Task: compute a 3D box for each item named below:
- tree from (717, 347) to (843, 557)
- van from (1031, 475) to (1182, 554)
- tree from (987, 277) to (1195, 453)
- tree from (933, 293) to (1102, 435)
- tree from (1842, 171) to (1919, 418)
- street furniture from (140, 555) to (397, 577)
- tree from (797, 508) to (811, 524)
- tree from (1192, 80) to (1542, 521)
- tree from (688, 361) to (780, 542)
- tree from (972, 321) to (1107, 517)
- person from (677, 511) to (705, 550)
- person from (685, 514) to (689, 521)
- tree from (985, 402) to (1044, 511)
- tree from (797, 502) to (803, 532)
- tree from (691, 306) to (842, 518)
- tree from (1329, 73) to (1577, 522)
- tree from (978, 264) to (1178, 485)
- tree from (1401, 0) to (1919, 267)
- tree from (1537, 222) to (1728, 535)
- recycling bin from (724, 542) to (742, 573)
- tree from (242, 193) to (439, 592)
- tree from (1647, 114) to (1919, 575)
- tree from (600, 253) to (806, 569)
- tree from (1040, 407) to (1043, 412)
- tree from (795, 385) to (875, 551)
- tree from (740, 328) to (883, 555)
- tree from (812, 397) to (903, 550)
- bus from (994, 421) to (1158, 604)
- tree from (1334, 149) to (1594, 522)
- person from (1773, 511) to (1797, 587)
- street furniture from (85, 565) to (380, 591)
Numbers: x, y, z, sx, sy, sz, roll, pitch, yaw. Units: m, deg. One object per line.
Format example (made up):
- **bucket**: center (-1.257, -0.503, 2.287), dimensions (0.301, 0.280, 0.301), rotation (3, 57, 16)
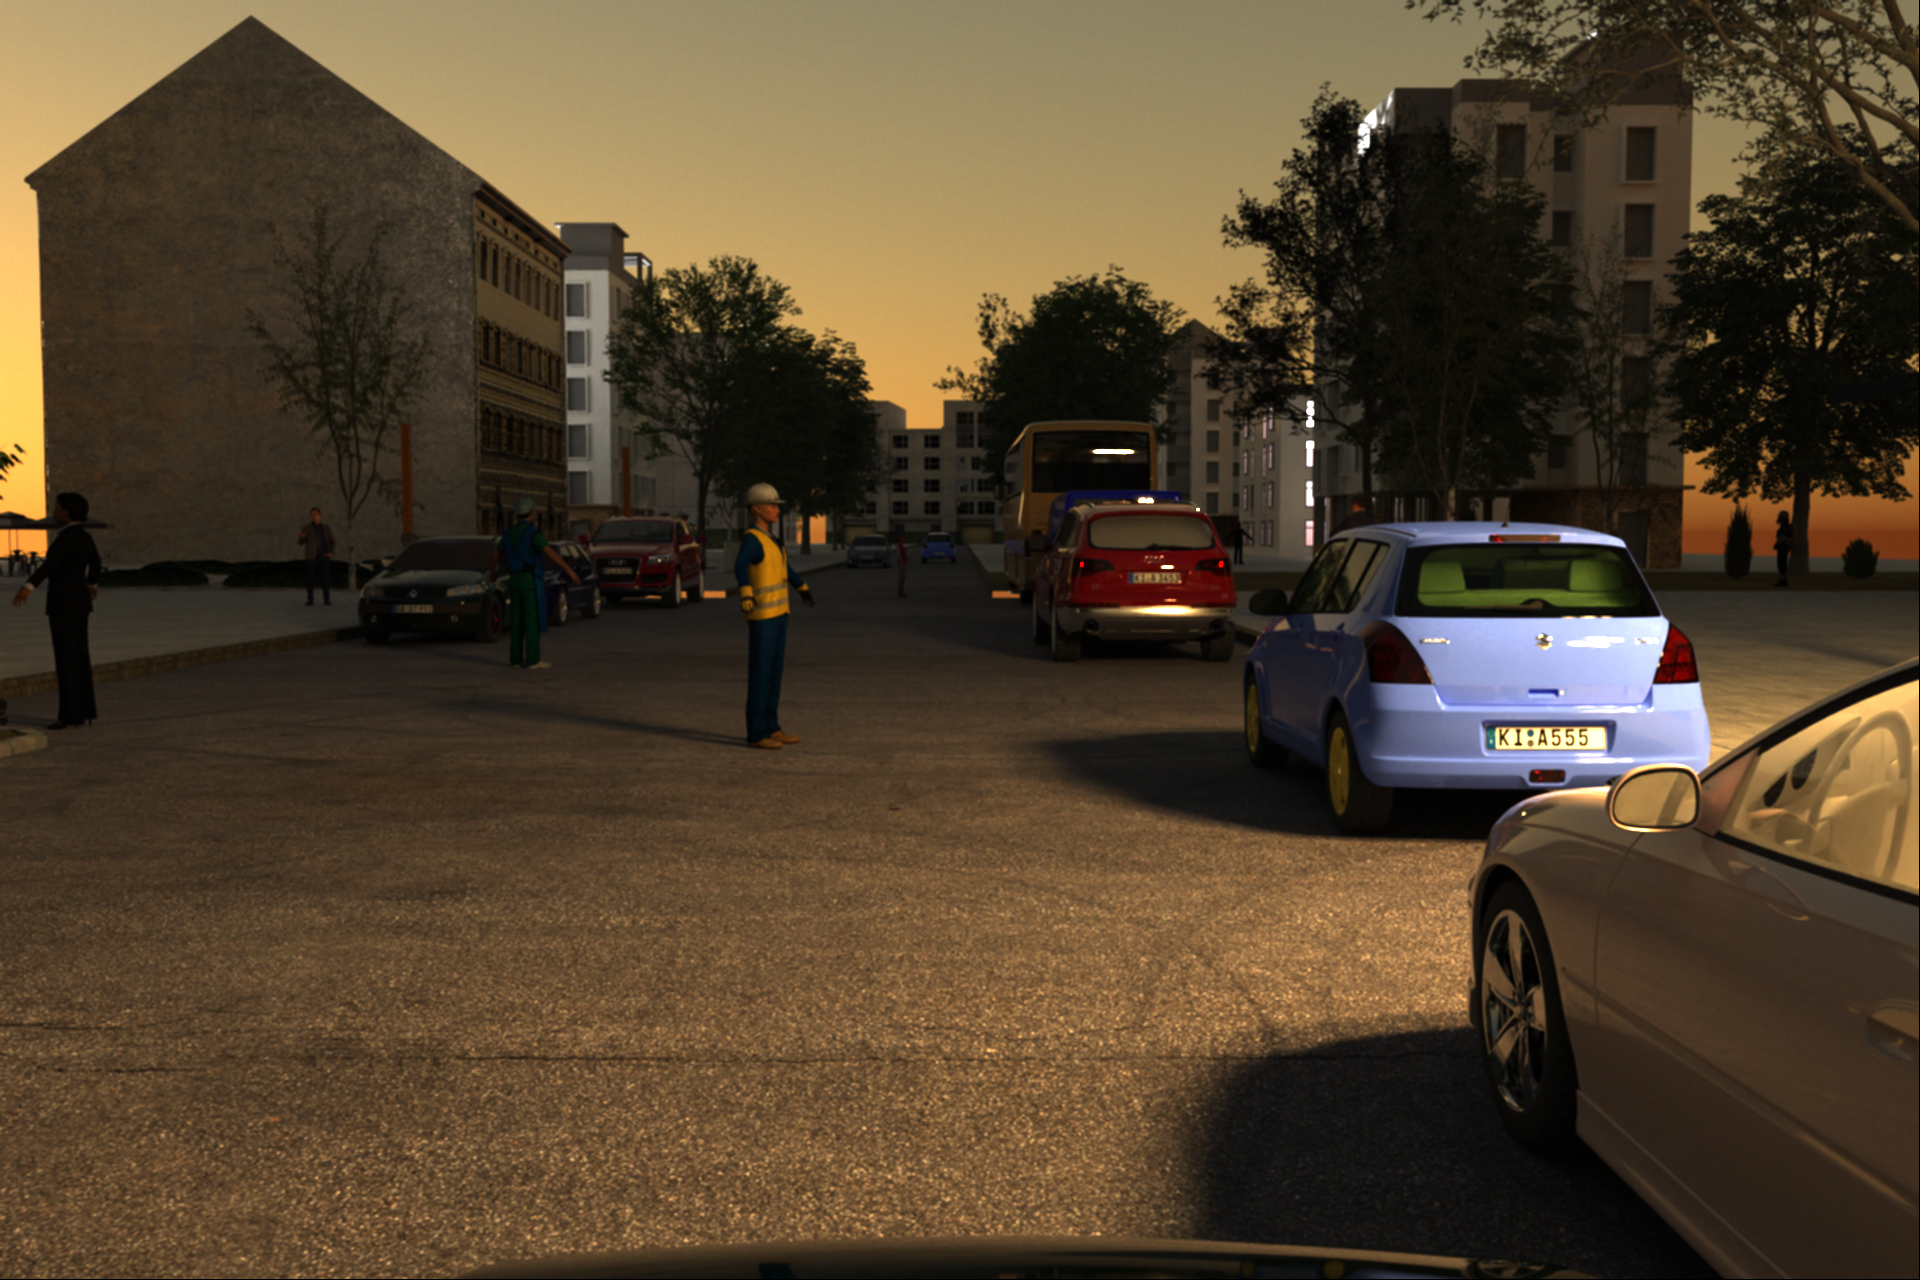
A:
- **tree**: center (-10.074, -10.427, 96.239), dimensions (9.928, 11.665, 9.643), rotation (0, 3, 0)
- **van**: center (2.279, -1.355, 26.543), dimensions (2.240, 2.365, 5.245), rotation (0, 3, 0)
- **tree**: center (5.109, -8.759, 68.969), dimensions (9.928, 11.665, 9.643), rotation (0, 3, 0)
- **tree**: center (4.416, -17.224, 137.508), dimensions (12.611, 20.169, 13.585), rotation (0, 3, 0)
- **tree**: center (25.799, -7.138, 42.458), dimensions (9.928, 11.665, 9.643), rotation (0, 3, 0)
- **street furniture**: center (-20.656, -2.310, 53.387), dimensions (10.072, 0.657, 5.734), rotation (3, 5, 43)
- **tree**: center (-20.406, -17.457, 235.781), dimensions (4.360, 8.622, 3.978), rotation (0, 3, 0)
- **tree**: center (8.359, -6.228, 36.244), dimensions (7.601, 10.594, 8.767), rotation (1, 4, 9)
- **tree**: center (-9.923, -7.545, 73.722), dimensions (4.360, 8.622, 3.978), rotation (0, 3, 0)
- **tree**: center (5.309, -11.976, 102.462), dimensions (9.857, 13.997, 8.962), rotation (0, 3, 0)
- **person**: center (-6.589, -2.149, 41.103), dimensions (1.349, 1.833, 0.705), rotation (3, 4, 38)
- **person**: center (-7.107, -2.351, 44.372), dimensions (0.705, 1.837, 1.347), rotation (-1, 4, -11)
- **tree**: center (5.285, -12.584, 123.870), dimensions (7.486, 12.596, 7.792), rotation (0, 3, 0)
- **tree**: center (-21.242, -17.141, 230.621), dimensions (4.737, 8.622, 4.395), rotation (0, 3, 0)
- **tree**: center (-9.727, -10.266, 85.970), dimensions (7.486, 12.596, 7.792), rotation (0, 3, 0)
- **tree**: center (7.958, -4.749, 28.013), dimensions (4.360, 8.622, 3.978), rotation (0, 3, 0)
- **tree**: center (5.600, -10.770, 82.741), dimensions (9.857, 13.997, 8.962), rotation (0, 3, 0)
- **tree**: center (8.496, -6.343, 14.074), dimensions (12.009, 13.543, 11.850), rotation (0, 3, 0)
- **tree**: center (15.417, -5.568, 41.392), dimensions (4.360, 8.622, 3.978), rotation (0, 3, 0)
- **recycling bin**: center (-7.486, -2.771, 57.861), dimensions (0.722, 1.027, 0.722), rotation (0, 4, 1)
- **tree**: center (-13.428, -5.368, 38.135), dimensions (4.360, 8.622, 3.978), rotation (0, 3, 0)
- **tree**: center (26.431, -9.016, 54.074), dimensions (9.857, 13.997, 8.962), rotation (0, 3, 0)
- **tree**: center (-9.375, -8.429, 63.564), dimensions (9.928, 11.665, 9.643), rotation (0, 3, 0)
- **tree**: center (5.077, -8.698, 92.581), dimensions (4.360, 8.622, 3.978), rotation (0, 3, 0)
- **tree**: center (-9.822, -13.046, 131.436), dimensions (7.486, 12.596, 7.792), rotation (0, 3, 0)
- **tree**: center (-9.753, -12.323, 108.140), dimensions (9.857, 13.997, 8.962), rotation (0, 3, 0)
- **tree**: center (-9.811, -14.205, 142.623), dimensions (12.009, 13.543, 11.850), rotation (0, 3, 0)
- **bus**: center (2.386, -2.873, 38.520), dimensions (2.896, 3.916, 12.252), rotation (0, 4, -1)
- **tree**: center (14.863, -8.179, 51.859), dimensions (7.486, 12.596, 7.792), rotation (0, 3, 0)
- **person**: center (20.111, -2.239, 42.385), dimensions (0.705, 1.856, 1.354), rotation (2, 4, 31)
- **street furniture**: center (-15.622, -1.621, 42.126), dimensions (10.072, 0.657, 5.734), rotation (1, 4, 16)
